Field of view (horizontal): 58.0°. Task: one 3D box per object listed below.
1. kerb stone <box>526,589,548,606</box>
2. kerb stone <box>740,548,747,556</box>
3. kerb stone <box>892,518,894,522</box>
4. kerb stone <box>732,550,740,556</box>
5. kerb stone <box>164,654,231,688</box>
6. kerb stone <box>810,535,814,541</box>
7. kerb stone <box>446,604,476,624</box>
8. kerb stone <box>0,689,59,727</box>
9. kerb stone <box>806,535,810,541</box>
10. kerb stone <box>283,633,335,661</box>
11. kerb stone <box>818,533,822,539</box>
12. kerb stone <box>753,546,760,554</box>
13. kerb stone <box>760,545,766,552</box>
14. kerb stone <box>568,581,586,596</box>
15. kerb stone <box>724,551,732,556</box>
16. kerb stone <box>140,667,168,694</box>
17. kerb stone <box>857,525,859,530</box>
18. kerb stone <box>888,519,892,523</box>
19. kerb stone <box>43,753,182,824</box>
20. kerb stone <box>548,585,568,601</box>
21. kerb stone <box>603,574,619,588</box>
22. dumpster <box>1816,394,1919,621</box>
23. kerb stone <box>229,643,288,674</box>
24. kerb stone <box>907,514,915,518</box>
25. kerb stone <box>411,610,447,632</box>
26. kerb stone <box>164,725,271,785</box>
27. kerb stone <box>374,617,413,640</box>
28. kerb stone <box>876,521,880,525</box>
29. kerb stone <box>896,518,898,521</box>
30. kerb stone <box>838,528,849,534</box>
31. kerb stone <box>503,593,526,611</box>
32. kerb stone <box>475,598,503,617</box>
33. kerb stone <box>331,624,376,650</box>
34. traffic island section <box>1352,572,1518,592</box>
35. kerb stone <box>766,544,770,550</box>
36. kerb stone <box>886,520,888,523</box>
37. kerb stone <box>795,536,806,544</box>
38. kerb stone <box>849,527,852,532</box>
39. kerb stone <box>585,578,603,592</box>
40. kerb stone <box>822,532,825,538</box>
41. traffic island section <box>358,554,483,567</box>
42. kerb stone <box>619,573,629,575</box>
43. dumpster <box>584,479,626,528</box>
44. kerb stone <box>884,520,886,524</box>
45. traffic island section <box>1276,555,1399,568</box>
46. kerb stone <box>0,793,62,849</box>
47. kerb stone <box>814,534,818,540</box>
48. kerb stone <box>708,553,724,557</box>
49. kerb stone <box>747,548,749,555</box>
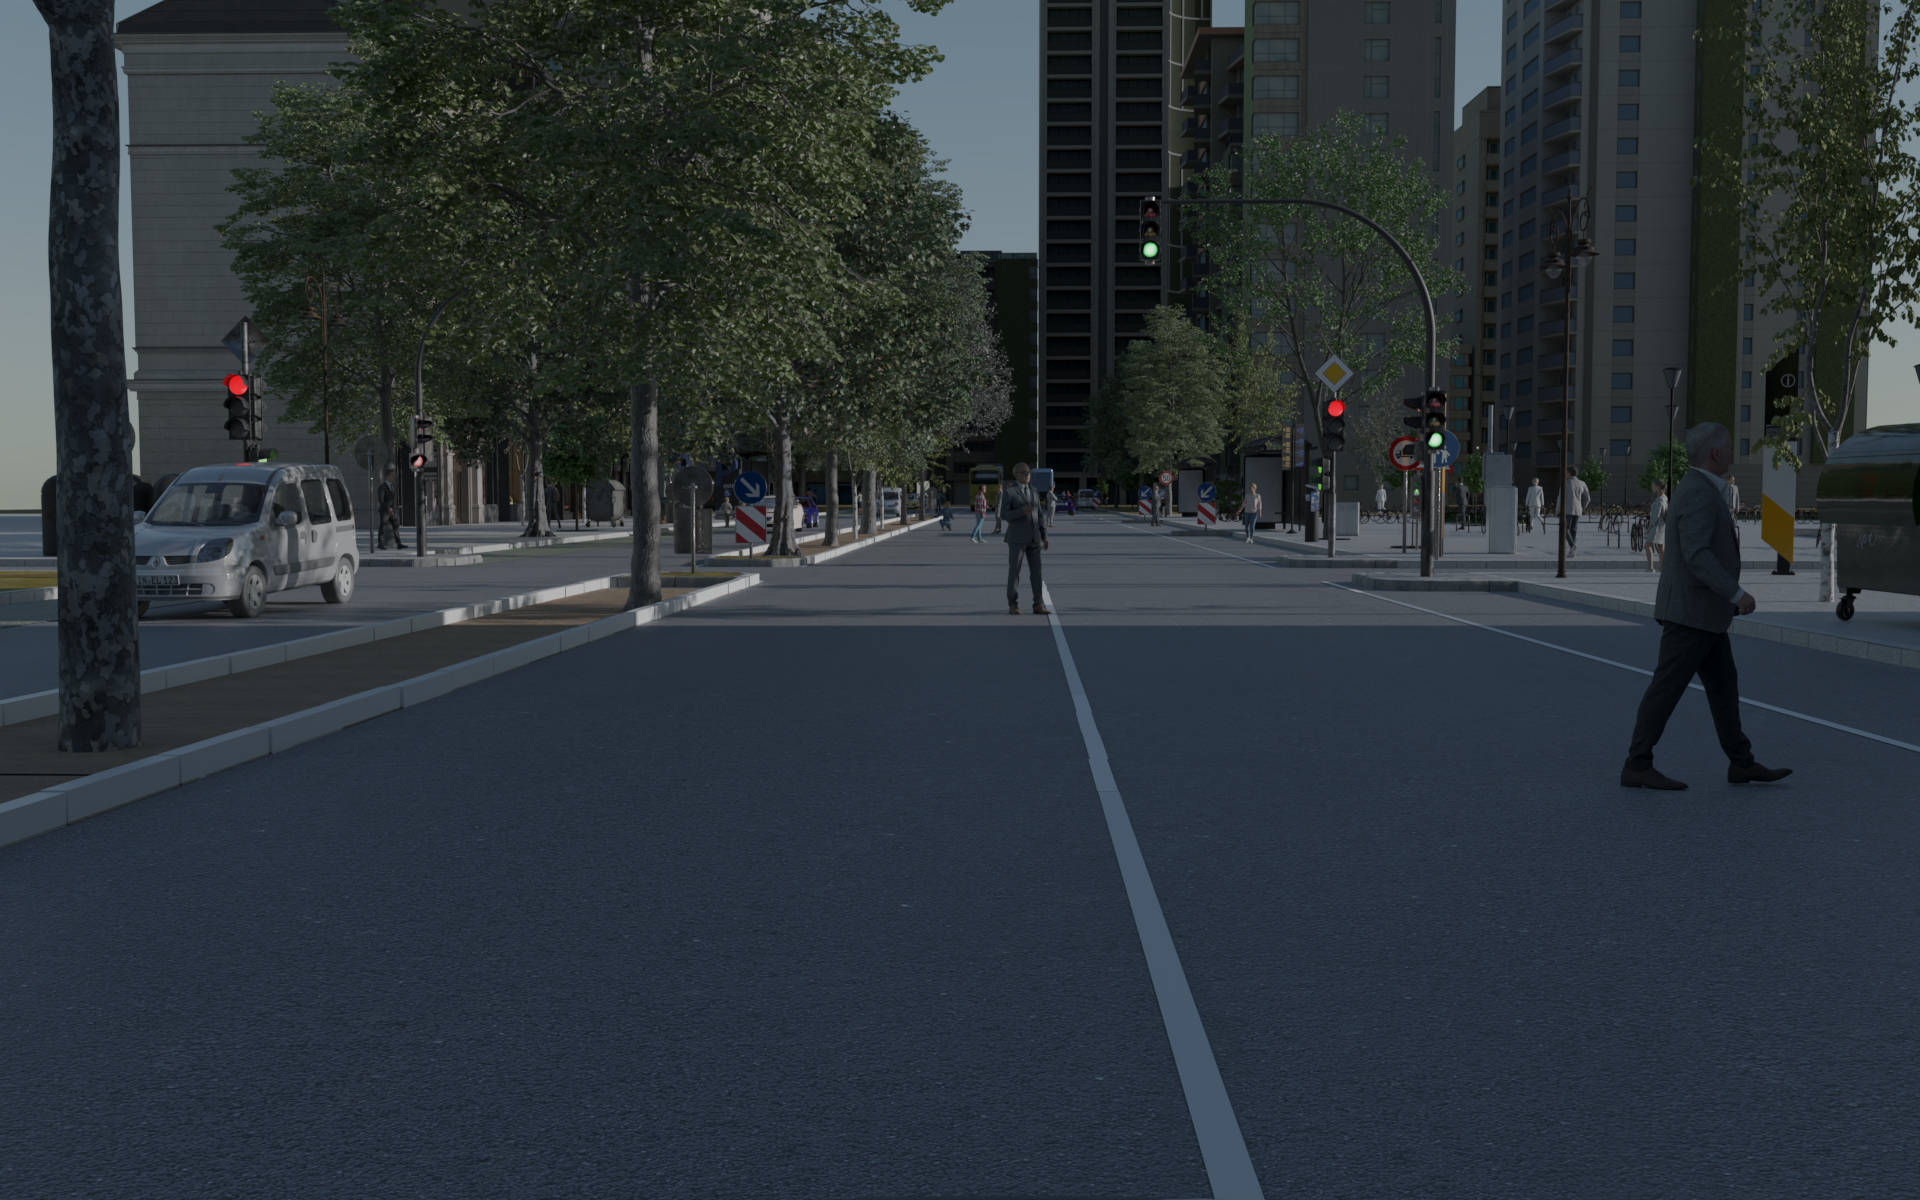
[{"bbox_3d":[-5.562,-0.015,22.444,0.120,0.150,1.000,0,4,2],"label":"kerb stone"},{"bbox_3d":[-5.045,-1.049,39.383,0.120,0.150,1.000,0,4,2],"label":"kerb stone"},{"bbox_3d":[-3.573,-3.998,87.555,0.120,0.150,1.000,0,4,2],"label":"kerb stone"},{"bbox_3d":[-5.075,-0.987,38.354,0.120,0.150,1.000,0,4,2],"label":"kerb stone"},{"bbox_3d":[-5.854,0.551,13.188,0.120,0.150,1.000,0,4,2],"label":"kerb stone"},{"bbox_3d":[-4.645,-1.863,52.724,0.120,0.150,1.000,0,4,2],"label":"kerb stone"},{"bbox_3d":[-5.658,0.176,19.362,0.120,0.150,1.000,0,4,2],"label":"kerb stone"},{"bbox_3d":[-5.915,0.681,11.140,0.120,0.150,1.000,0,4,2],"label":"kerb stone"},{"bbox_3d":[-4.673,-1.803,51.692,0.120,0.150,1.000,0,4,2],"label":"kerb stone"},{"bbox_3d":[-5.779,0.425,15.247,0.120,0.150,1.000,0,4,2],"label":"kerb stone"},{"bbox_3d":[-4.573,-1.990,54.767,0.120,0.150,1.000,0,4,2],"label":"kerb stone"},{"bbox_3d":[-4.988,-1.174,41.428,0.120,0.150,1.000,0,4,2],"label":"kerb stone"},{"bbox_3d":[-4.961,-1.239,42.450,0.120,0.150,1.000,0,4,2],"label":"kerb stone"},{"bbox_3d":[-5.502,-0.132,24.488,0.120,0.150,1.000,0,4,2],"label":"kerb stone"},{"bbox_3d":[-5.115,-0.926,37.330,0.120,0.150,1.000,0,4,2],"label":"kerb stone"},{"bbox_3d":[-5.883,0.614,12.167,0.120,0.150,1.000,0,4,2],"label":"kerb stone"},{"bbox_3d":[-4.173,-2.806,68.068,0.120,0.150,1.000,0,4,2],"label":"kerb stone"},{"bbox_3d":[-3.604,-3.935,86.534,0.120,0.150,1.000,0,4,2],"label":"kerb stone"},{"bbox_3d":[-3.908,0.869,8.001,0.120,0.150,1.000,0,4,2],"label":"kerb stone"},{"bbox_3d":[-5.542,-0.074,23.466,0.120,0.150,1.000,0,4,2],"label":"kerb stone"},{"bbox_3d":[-5.437,-0.265,26.536,0.120,0.150,1.000,0,4,2],"label":"kerb stone"},{"bbox_3d":[9.443,-0.868,16.681,1.502,2.255,1.985,0,4,2],"label":"dumpster"},{"bbox_3d":[-5.810,0.488,14.216,0.120,0.150,1.000,0,4,2],"label":"kerb stone"},{"bbox_3d":[-3.019,-5.125,105.994,0.120,0.150,1.000,0,4,2],"label":"kerb stone"},{"bbox_3d":[-5.682,0.236,18.330,0.120,0.150,1.000,0,4,2],"label":"kerb stone"},{"bbox_3d":[-3.876,0.806,9.024,0.120,0.150,1.000,0,4,2],"label":"kerb stone"},{"bbox_3d":[-5.720,0.299,17.299,0.120,0.150,1.000,0,4,2],"label":"kerb stone"},{"bbox_3d":[-3.764,-3.620,81.377,0.120,0.150,1.000,0,4,2],"label":"kerb stone"},{"bbox_3d":[-3.486,-4.182,90.621,0.120,0.150,1.000,0,4,2],"label":"kerb stone"},{"bbox_3d":[-4.298,-2.556,63.981,0.120,0.150,1.000,0,4,2],"label":"kerb stone"},{"bbox_3d":[-5.595,0.047,21.420,0.120,0.150,1.000,0,4,2],"label":"kerb stone"},{"bbox_3d":[-5.625,0.110,20.394,0.120,0.150,1.000,0,4,2],"label":"kerb stone"},{"bbox_3d":[-5.756,0.362,16.269,0.120,0.150,1.000,0,4,2],"label":"kerb stone"},{"bbox_3d":[7.258,-0.282,26.895,2.009,0.180,2.903,0,4,2],"label":"traffic island section"},{"bbox_3d":[-4.925,-1.300,43.477,0.120,0.150,1.000,0,4,2],"label":"kerb stone"},{"bbox_3d":[-3.702,-3.746,83.447,0.120,0.150,1.000,0,4,2],"label":"kerb stone"},{"bbox_3d":[-4.707,-1.742,50.670,0.120,0.150,1.000,0,4,2],"label":"kerb stone"},{"bbox_3d":[-4.265,-2.618,65.003,0.120,0.150,1.000,0,4,2],"label":"kerb stone"},{"bbox_3d":[-5.468,-0.203,25.512,0.120,0.150,1.000,0,4,2],"label":"kerb stone"},{"bbox_3d":[-4.546,-2.055,55.795,0.120,0.150,1.000,0,4,2],"label":"kerb stone"},{"bbox_3d":[-11.031,-0.805,35.445,2.009,0.180,2.903,0,4,2],"label":"traffic island section"},{"bbox_3d":[-5.406,-0.324,27.558,0.120,0.150,1.000,0,4,2],"label":"kerb stone"},{"bbox_3d":[-13.711,-3.734,66.815,1.264,1.857,1.865,0,4,2],"label":"dumpster"},{"bbox_3d":[-3.730,-3.682,82.416,0.120,0.150,1.000,0,4,2],"label":"kerb stone"},{"bbox_3d":[7.501,-0.770,34.877,2.009,0.180,2.903,0,4,2],"label":"traffic island section"},{"bbox_3d":[-3.934,0.936,6.980,0.120,0.150,1.000,0,4,2],"label":"kerb stone"},{"bbox_3d":[-4.614,-1.930,53.745,0.120,0.150,1.000,0,4,2],"label":"kerb stone"},{"bbox_3d":[-5.140,-0.862,36.308,0.120,0.150,1.000,0,4,2],"label":"kerb stone"},{"bbox_3d":[-5.016,-1.108,40.405,0.120,0.150,1.000,0,4,2],"label":"kerb stone"}]
